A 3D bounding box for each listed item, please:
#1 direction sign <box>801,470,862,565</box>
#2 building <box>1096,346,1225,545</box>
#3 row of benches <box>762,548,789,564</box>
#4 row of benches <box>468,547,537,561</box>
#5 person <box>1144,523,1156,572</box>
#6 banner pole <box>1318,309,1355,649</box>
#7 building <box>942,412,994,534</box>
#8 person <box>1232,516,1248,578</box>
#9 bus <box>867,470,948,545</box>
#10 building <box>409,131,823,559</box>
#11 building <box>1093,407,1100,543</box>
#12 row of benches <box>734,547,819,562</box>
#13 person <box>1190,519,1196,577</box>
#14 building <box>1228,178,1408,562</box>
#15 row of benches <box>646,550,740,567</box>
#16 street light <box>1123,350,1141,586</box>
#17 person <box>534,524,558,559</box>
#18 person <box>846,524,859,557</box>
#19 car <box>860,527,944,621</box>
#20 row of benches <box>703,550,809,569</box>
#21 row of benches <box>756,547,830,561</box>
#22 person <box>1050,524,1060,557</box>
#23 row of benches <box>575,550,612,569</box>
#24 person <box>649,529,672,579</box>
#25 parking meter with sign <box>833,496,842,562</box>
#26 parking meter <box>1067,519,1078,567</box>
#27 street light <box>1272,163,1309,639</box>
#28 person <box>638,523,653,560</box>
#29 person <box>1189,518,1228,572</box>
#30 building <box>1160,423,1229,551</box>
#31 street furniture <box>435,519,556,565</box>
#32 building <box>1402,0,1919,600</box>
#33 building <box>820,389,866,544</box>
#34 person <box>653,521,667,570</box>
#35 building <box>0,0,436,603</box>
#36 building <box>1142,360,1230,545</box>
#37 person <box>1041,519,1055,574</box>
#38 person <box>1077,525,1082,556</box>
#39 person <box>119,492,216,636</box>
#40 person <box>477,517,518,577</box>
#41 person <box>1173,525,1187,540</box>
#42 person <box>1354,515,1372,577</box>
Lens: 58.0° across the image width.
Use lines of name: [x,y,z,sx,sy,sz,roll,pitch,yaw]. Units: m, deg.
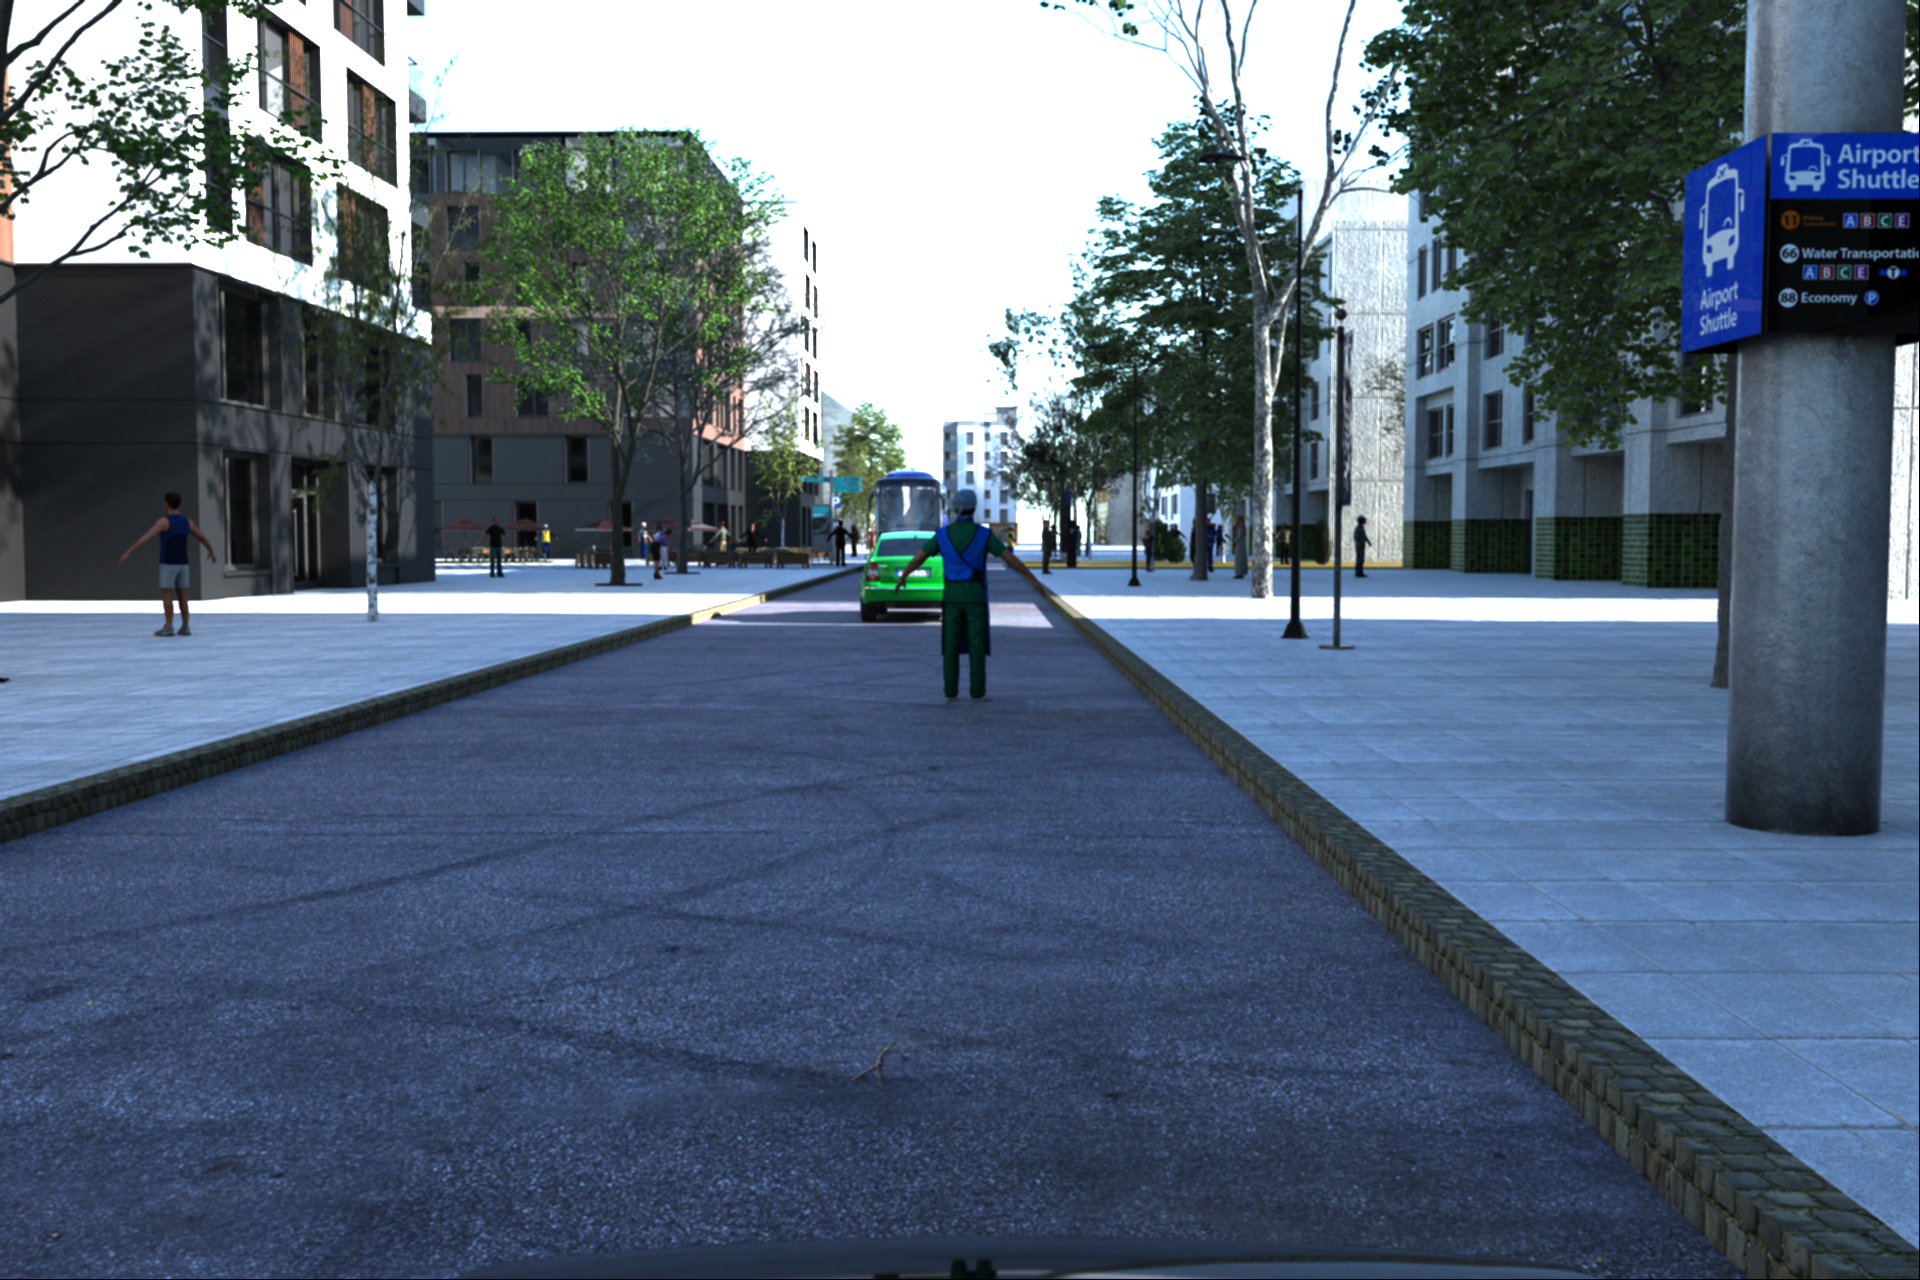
direction sign: [-5.352,-5.133,72.693,2.525,3.948,1.411,0,4,1]
building: [26.438,-23.103,208.666,19.493,23.208,18.063,0,4,0]
row of benches: [-8.095,-3.689,75.775,1.422,0.672,4.104,-1,4,-16]
row of benches: [-21.697,-4.058,81.807,4.104,0.672,1.422,2,4,32]
person: [6.517,-3.162,59.209,0.415,1.643,0.593,-1,4,-20]
banner pole: [4.226,-1.779,19.104,0.401,3.779,0.863,0,4,1]
building: [-2.255,-24.459,258.785,11.380,20.090,16.016,-1,4,-9]
person: [8.117,-2.703,50.338,0.704,1.811,1.347,1,4,17]
bus: [-1.900,-4.813,70.246,2.896,3.916,12.251,0,4,1]
building: [-23.827,-15.939,104.584,27.936,21.610,32.646,0,4,1]
building: [27.391,-22.462,233.715,16.747,18.905,31.486,0,4,1]
row of benches: [-8.581,-3.968,80.341,4.104,0.672,1.422,0,4,-5]
person: [6.851,-2.695,50.868,0.721,1.729,1.215,1,4,11]
building: [25.480,-13.966,94.802,16.747,18.905,31.486,0,4,0]
row of benches: [-10.682,-3.257,68.709,4.104,0.672,1.422,2,4,23]
street light: [4.842,-4.282,42.551,1.470,5.913,1.316,0,4,1]
person: [-20.995,-4.978,87.860,1.216,1.772,0.721,-1,4,-21]
person: [-6.030,-5.651,98.154,0.705,1.858,1.354,-2,4,-31]
car: [-0.714,-1.284,29.786,1.959,1.807,4.718,0,4,1]
row of benches: [-7.730,-3.025,64.921,4.104,0.672,1.422,1,4,11]
row of benches: [-8.090,-4.105,82.580,4.104,0.672,1.422,-1,4,-23]
person: [5.334,-5.657,98.642,1.345,1.843,0.704,-1,4,-22]
row of benches: [-13.658,-3.003,64.564,1.422,0.672,4.104,-1,4,-22]
person: [-8.524,-2.451,49.354,0.697,1.427,0.421,-3,4,-36]
parking meter with sign: [-5.702,-5.153,80.516,0.543,3.016,1.738,0,4,1]
parking meter: [4.349,-3.752,67.058,0.399,1.863,0.255,0,4,-1]
street light: [4.679,-2.976,21.205,1.470,5.913,1.316,0,4,0]
person: [-15.498,-4.839,84.981,0.705,1.847,1.347,-3,4,-37]
person: [8.405,-3.227,58.741,1.345,1.831,0.704,-1,4,-10]
building: [20.701,-11.382,128.240,9.099,9.664,28.070,0,4,0]
street furniture: [-30.207,-3.918,69.094,27.439,1.986,14.083,-1,4,-13]
building: [24.803,-11.153,48.817,16.747,18.905,31.486,0,4,1]
building: [-22.494,-24.496,231.436,19.493,23.208,18.063,0,4,1]
person: [-10.674,-3.359,61.639,0.551,1.740,0.621,-1,4,-16]
building: [-28.482,-11.412,30.563,27.936,21.610,32.646,0,4,1]
building: [25.732,-20.717,195.141,16.016,20.090,11.380,0,4,0]
person: [2.847,-3.025,56.062,0.434,1.755,0.990,1,4,11]
person: [6.954,-5.864,102.059,0.705,1.806,1.347,2,4,26]
person: [-9.949,-0.961,21.884,0.704,1.807,1.345,2,4,30]
person: [-13.833,-2.781,51.679,1.348,1.803,0.705,-3,5,-45]
person: [12.764,-5.870,102.107,1.346,1.812,0.704,-1,4,-21]
person: [11.974,-2.802,51.653,0.704,1.849,1.345,2,4,30]
